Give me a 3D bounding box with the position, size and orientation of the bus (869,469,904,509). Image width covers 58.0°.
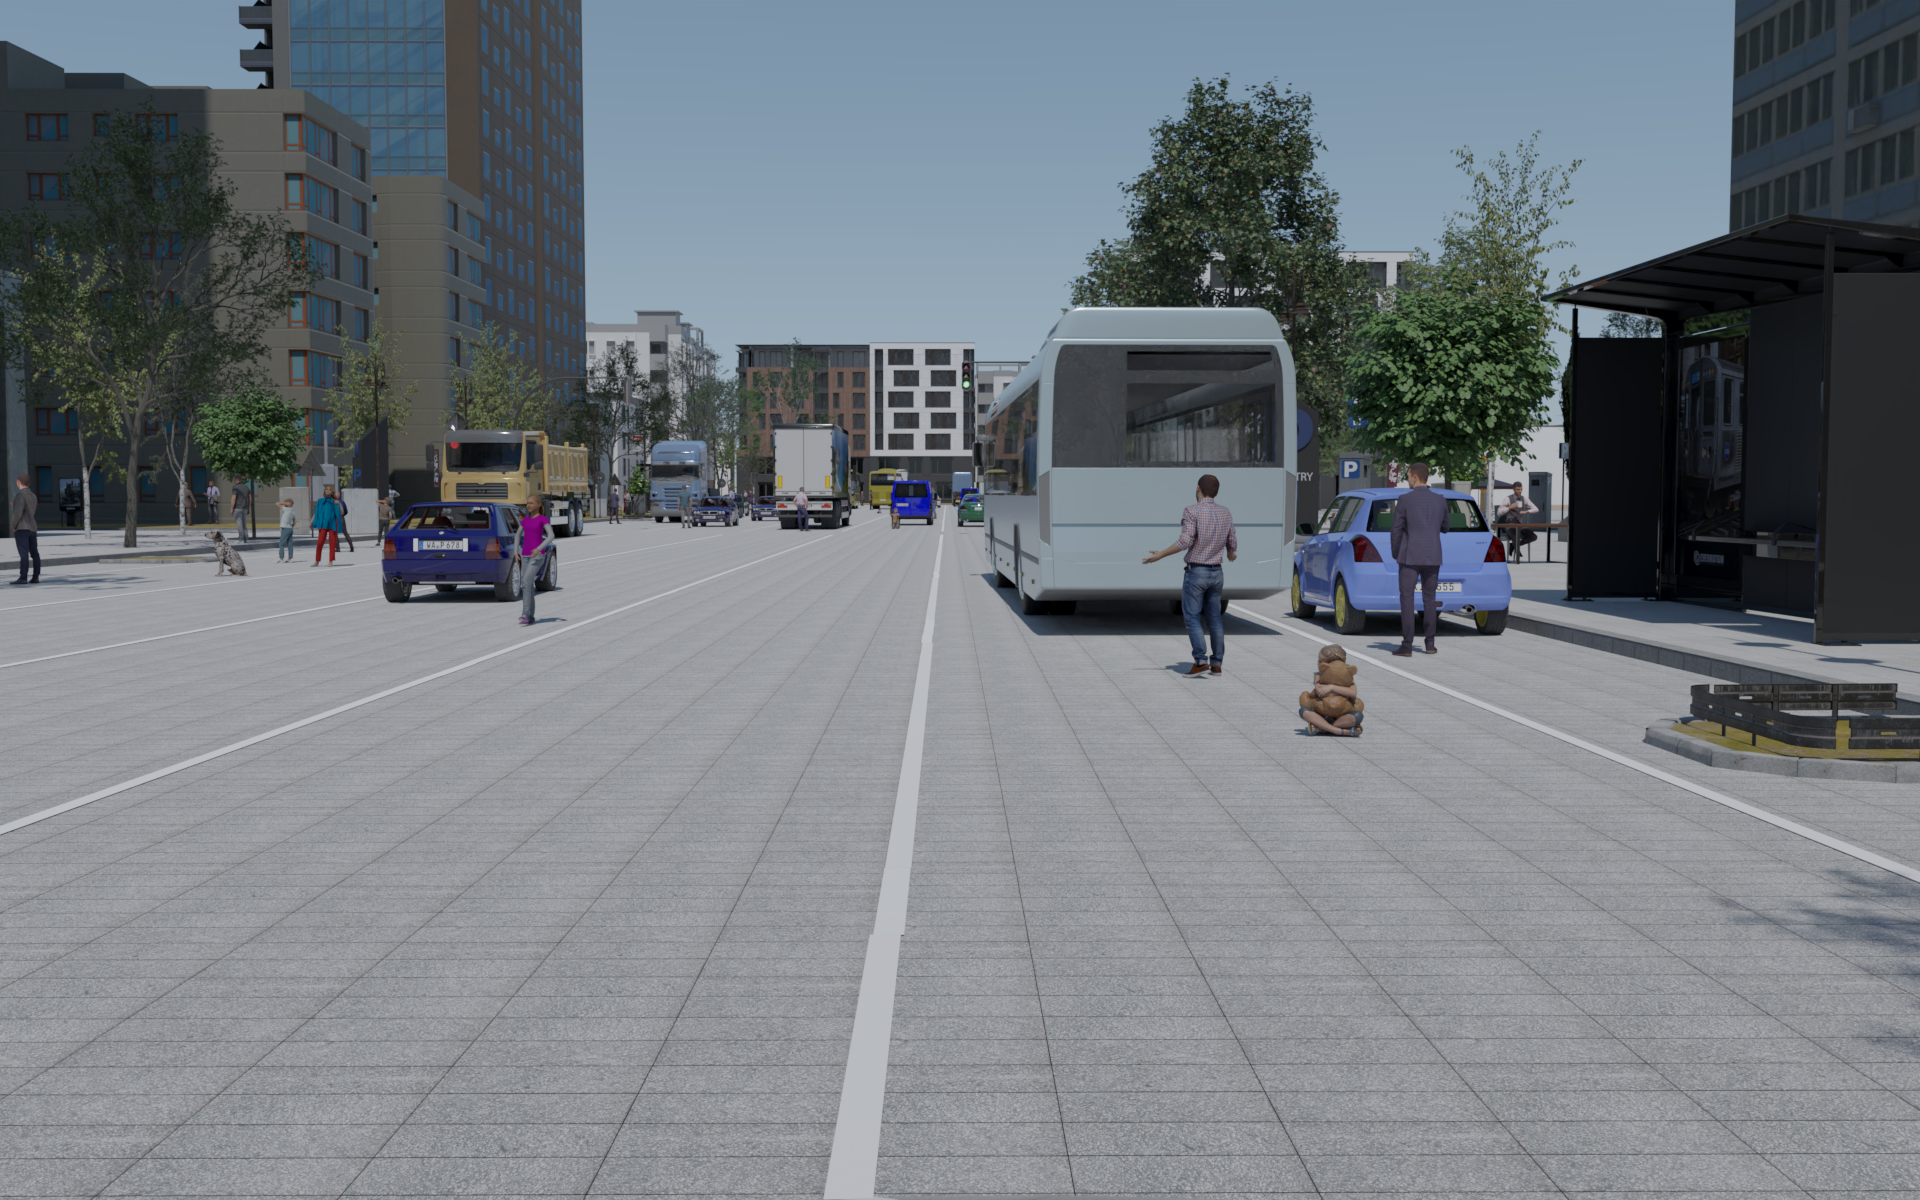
[{"bbox_3d":[-7.105,-10.762,167.506,2.896,3.916,12.252,0,4,1],"label":"bus"}]

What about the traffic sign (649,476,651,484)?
[{"bbox_3d":[-20.164,-6.935,113.398,0.884,2.594,0.081,0,4,5],"label":"traffic sign"}]

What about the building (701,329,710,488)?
[{"bbox_3d":[-36.371,-20.302,188.357,16.016,20.091,11.380,0,4,0],"label":"building"}]

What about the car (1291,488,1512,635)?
[{"bbox_3d":[4.705,-0.571,18.930,1.945,1.707,3.694,0,3,0],"label":"car"}]

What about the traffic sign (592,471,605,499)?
[{"bbox_3d":[-20.114,-5.889,96.383,0.768,2.556,0.104,0,4,4],"label":"traffic sign"}]

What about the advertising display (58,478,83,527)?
[{"bbox_3d":[-35.055,-3.858,68.291,0.974,1.923,0.123,1,4,11],"label":"advertising display"}]

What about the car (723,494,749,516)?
[{"bbox_3d":[-14.607,-6.207,111.264,2.009,1.686,4.222,0,4,1],"label":"car"}]

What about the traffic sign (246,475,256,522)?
[{"bbox_3d":[-21.625,-3.115,53.054,0.606,2.300,0.079,0,4,2],"label":"traffic sign"}]

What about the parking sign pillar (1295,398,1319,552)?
[{"bbox_3d":[7.385,-3.082,38.860,1.447,3.967,1.447,0,4,7],"label":"parking sign pillar"}]

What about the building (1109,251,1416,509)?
[{"bbox_3d":[27.629,-19.462,162.175,27.936,21.610,32.646,0,4,0],"label":"building"}]

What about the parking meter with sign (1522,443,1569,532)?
[{"bbox_3d":[19.898,-3.862,59.404,0.543,3.016,1.738,-3,5,-45],"label":"parking meter with sign"}]

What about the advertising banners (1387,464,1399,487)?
[{"bbox_3d":[16.104,-4.352,67.341,2.074,3.025,0.090,2,4,30],"label":"advertising banners"}]

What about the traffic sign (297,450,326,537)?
[{"bbox_3d":[-19.220,-3.140,51.350,0.884,2.594,0.081,0,4,4],"label":"traffic sign"}]

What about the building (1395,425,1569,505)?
[{"bbox_3d":[58.557,-16.170,206.524,28.070,9.664,9.099,0,4,0],"label":"building"}]

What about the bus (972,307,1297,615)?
[{"bbox_3d":[1.849,-1.764,23.697,2.948,3.499,13.247,0,4,-2],"label":"bus"}]

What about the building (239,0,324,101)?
[{"bbox_3d":[-35.407,-28.091,109.396,14.600,45.320,14.200,0,4,0],"label":"building"}]

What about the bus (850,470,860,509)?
[{"bbox_3d":[-11.218,-10.822,168.480,2.896,3.916,12.252,0,4,-1],"label":"bus"}]

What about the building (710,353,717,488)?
[{"bbox_3d":[-34.815,-21.178,202.671,11.380,20.091,16.016,0,4,0],"label":"building"}]

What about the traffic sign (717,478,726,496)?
[{"bbox_3d":[-19.502,-8.657,141.648,0.768,2.556,0.104,0,4,2],"label":"traffic sign"}]

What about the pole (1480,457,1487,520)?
[{"bbox_3d":[18.247,-4.068,60.353,0.158,3.312,0.155,0,3,0],"label":"pole"}]

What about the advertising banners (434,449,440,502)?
[{"bbox_3d":[-20.176,-4.388,67.932,0.090,3.025,2.074,1,4,11],"label":"advertising banners"}]

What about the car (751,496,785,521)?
[{"bbox_3d":[-10.187,-4.917,92.976,1.945,1.354,3.894,0,4,1],"label":"car"}]

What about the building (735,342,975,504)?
[{"bbox_3d":[-14.410,-24.652,247.027,32.646,21.610,27.936,0,4,0],"label":"building"}]

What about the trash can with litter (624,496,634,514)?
[{"bbox_3d":[-21.733,-6.239,113.397,0.624,1.170,1.055,-2,4,-35],"label":"trash can with litter"}]

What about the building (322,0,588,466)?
[{"bbox_3d":[-35.193,-28.958,123.572,14.600,45.320,14.200,0,4,0],"label":"building"}]

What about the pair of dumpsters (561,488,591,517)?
[{"bbox_3d":[-21.224,-5.589,93.871,1.574,2.255,4.437,0,4,0],"label":"pair of dumpsters"}]

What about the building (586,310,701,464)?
[{"bbox_3d":[-35.513,-19.553,176.104,16.016,20.091,11.380,0,4,0],"label":"building"}]

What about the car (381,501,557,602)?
[{"bbox_3d":[-6.802,-0.719,24.333,1.945,1.354,3.894,0,4,-2],"label":"car"}]

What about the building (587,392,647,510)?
[{"bbox_3d":[-32.773,-13.126,156.755,9.099,9.664,28.070,0,4,0],"label":"building"}]

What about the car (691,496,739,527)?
[{"bbox_3d":[-10.857,-3.930,76.836,1.945,1.354,3.894,0,3,0],"label":"car"}]

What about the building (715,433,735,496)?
[{"bbox_3d":[-45.479,-18.133,238.620,28.070,9.664,9.099,0,4,0],"label":"building"}]

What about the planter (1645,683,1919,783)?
[{"bbox_3d":[4.935,0.708,9.571,1.991,0.319,1.994,0,4,0],"label":"planter"}]

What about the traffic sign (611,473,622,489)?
[{"bbox_3d":[-21.353,-6.554,107.165,0.884,2.594,0.081,0,4,8],"label":"traffic sign"}]

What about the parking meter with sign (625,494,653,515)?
[{"bbox_3d":[-19.783,-6.764,106.859,1.738,3.016,0.543,0,4,-4],"label":"parking meter with sign"}]

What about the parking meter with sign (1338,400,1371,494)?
[{"bbox_3d":[6.870,-2.080,30.263,0.543,3.016,1.738,2,4,25],"label":"parking meter with sign"}]

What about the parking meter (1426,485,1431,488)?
[{"bbox_3d":[8.841,-1.520,33.267,0.372,1.533,0.369,0,3,0],"label":"parking meter"}]

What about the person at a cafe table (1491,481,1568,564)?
[{"bbox_3d":[10.538,-1.454,32.286,1.698,1.524,1.622,-1,4,-12],"label":"person at a cafe table"}]

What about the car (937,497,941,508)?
[{"bbox_3d":[-2.963,-10.275,180.360,2.083,1.381,4.827,0,4,-2],"label":"car"}]

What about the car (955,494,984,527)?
[{"bbox_3d":[0.811,-3.985,76.960,2.131,1.459,4.920,0,4,1],"label":"car"}]

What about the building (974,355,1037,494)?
[{"bbox_3d":[7.802,-23.602,242.311,11.380,20.091,16.016,0,4,0],"label":"building"}]

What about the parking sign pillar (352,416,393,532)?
[{"bbox_3d":[-20.163,-4.330,59.271,1.447,3.967,1.447,2,4,24],"label":"parking sign pillar"}]

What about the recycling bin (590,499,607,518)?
[{"bbox_3d":[-19.567,-4.964,93.709,0.722,1.027,0.722,-2,4,-32],"label":"recycling bin"}]
